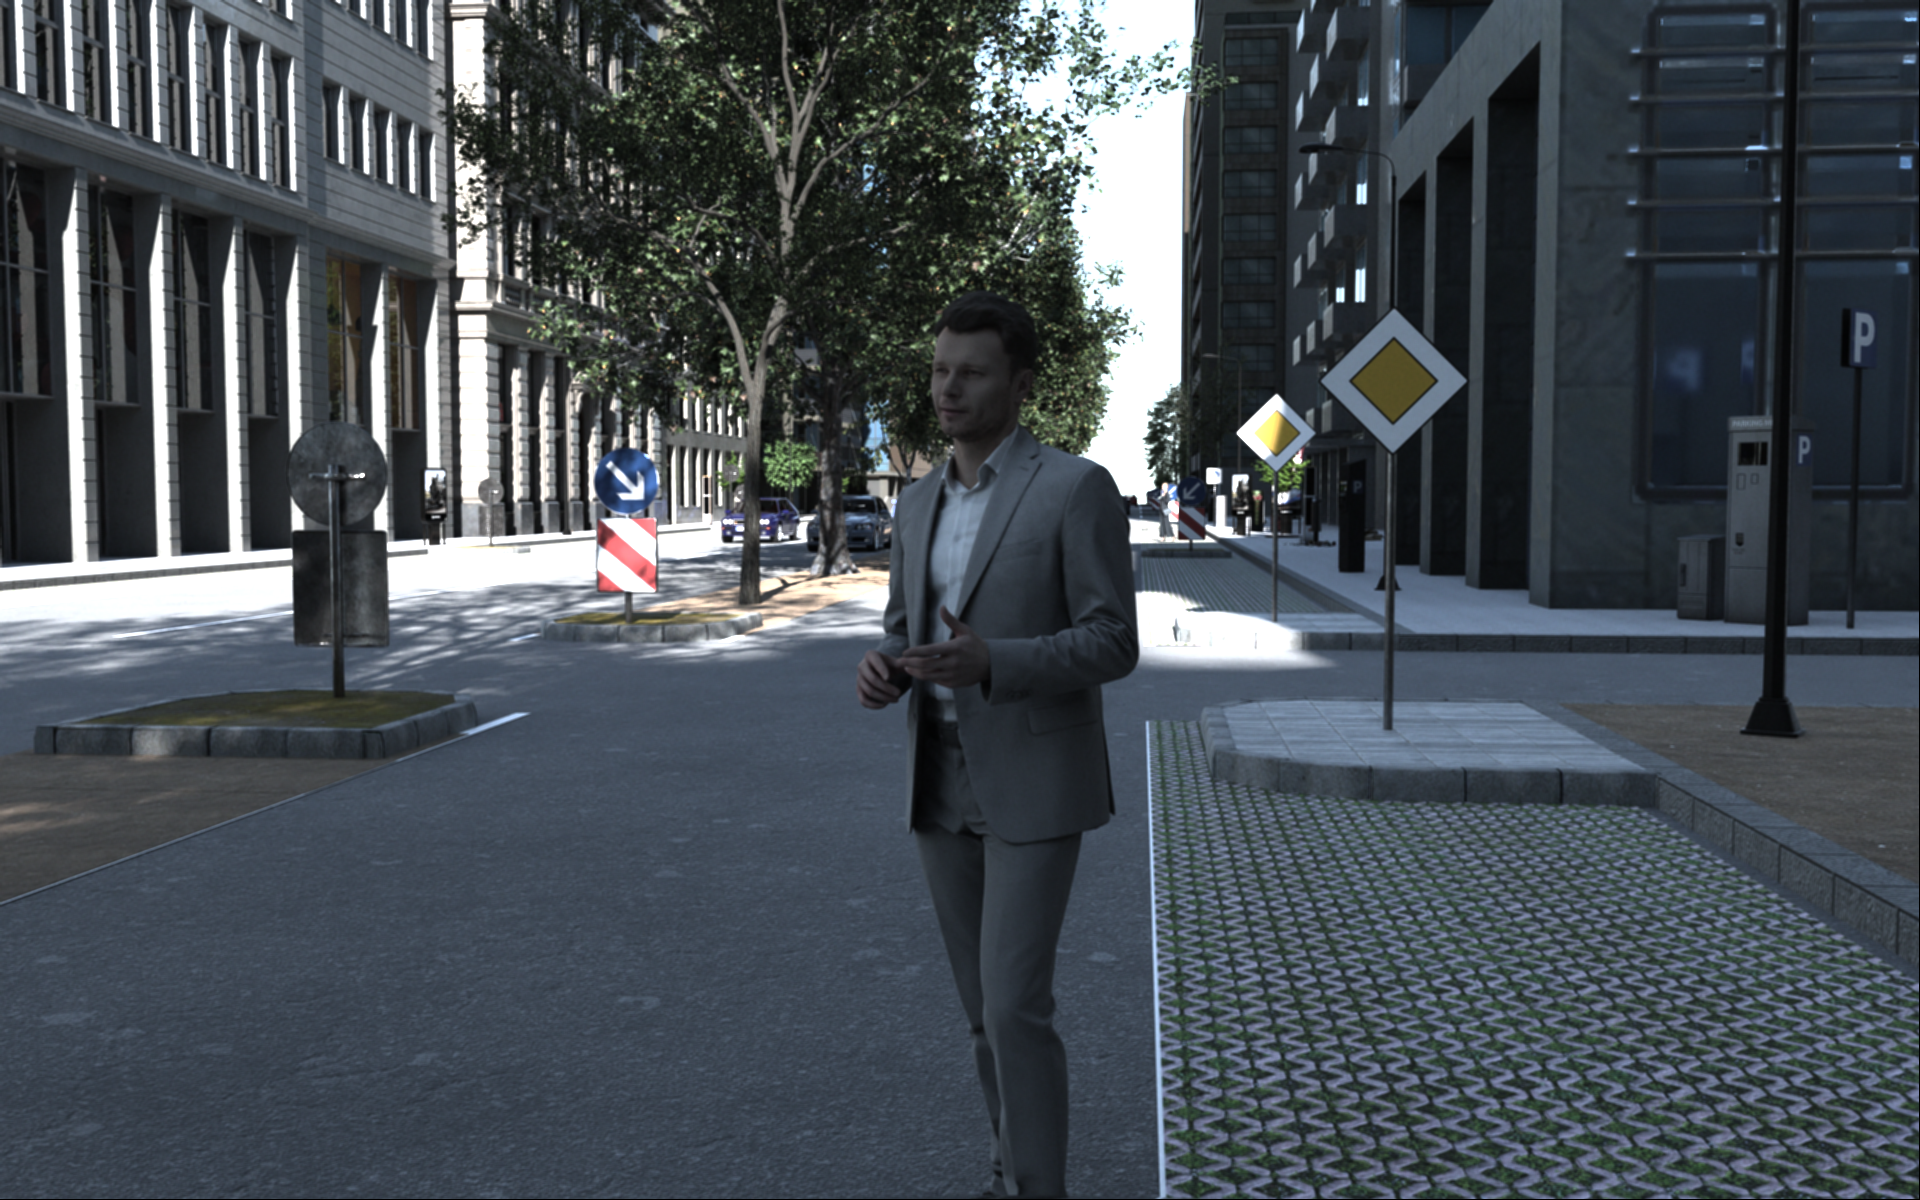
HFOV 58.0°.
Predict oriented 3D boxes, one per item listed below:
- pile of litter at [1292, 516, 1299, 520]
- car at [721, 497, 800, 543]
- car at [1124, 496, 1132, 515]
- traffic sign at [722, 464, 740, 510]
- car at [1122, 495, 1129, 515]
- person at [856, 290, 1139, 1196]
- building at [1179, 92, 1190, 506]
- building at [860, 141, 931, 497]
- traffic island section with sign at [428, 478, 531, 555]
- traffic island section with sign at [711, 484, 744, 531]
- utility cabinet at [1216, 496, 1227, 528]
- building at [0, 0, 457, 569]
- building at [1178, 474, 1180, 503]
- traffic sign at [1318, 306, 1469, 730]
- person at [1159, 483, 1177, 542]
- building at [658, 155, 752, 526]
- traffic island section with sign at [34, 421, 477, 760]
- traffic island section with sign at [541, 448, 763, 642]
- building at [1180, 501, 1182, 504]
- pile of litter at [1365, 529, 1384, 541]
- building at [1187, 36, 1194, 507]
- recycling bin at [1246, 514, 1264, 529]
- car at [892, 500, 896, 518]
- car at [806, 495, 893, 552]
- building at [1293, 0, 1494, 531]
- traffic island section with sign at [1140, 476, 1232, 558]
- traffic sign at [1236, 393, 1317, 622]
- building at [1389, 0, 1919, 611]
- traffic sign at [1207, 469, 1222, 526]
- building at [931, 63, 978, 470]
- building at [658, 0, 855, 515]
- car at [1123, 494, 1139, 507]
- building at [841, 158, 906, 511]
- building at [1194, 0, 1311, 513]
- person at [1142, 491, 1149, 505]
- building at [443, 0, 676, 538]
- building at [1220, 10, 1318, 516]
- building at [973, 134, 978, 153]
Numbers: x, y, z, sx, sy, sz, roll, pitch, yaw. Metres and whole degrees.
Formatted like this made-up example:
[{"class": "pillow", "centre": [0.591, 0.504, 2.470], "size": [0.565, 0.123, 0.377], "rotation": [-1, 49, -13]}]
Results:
[{"class": "pile of litter", "centre": [16.417, -4.503, 87.585], "size": [1.719, 0.858, 1.176], "rotation": [1, 4, 16]}, {"class": "car", "centre": [-5.964, -2.408, 51.945], "size": [1.945, 1.354, 3.894], "rotation": [0, 4, 7]}, {"class": "car", "centre": [10.989, -6.615, 120.731], "size": [1.945, 1.354, 3.894], "rotation": [0, 4, 5]}, {"class": "traffic sign", "centre": [-9.752, -4.503, 73.725], "size": [0.768, 2.556, 0.104], "rotation": [1, 4, 10]}, {"class": "car", "centre": [10.342, -6.381, 116.334], "size": [2.014, 1.417, 4.499], "rotation": [0, 4, 7]}, {"class": "person", "centre": [0.005, 0.340, 3.149], "size": [0.606, 1.804, 0.583], "rotation": [3, 5, 39]}, {"class": "building", "centre": [31.176, -32.943, 188.722], "size": [14.600, 45.320, 14.200], "rotation": [0, 4, 6]}, {"class": "building", "centre": [-10.340, -30.900, 155.324], "size": [14.600, 45.320, 14.200], "rotation": [0, 4, 6]}, {"class": "traffic island section with sign", "centre": [-11.410, -2.009, 41.479], "size": [1.989, 1.847, 2.006], "rotation": [0, 4, 6]}, {"class": "traffic island section with sign", "centre": [-8.628, -3.649, 68.291], "size": [1.989, 1.847, 2.006], "rotation": [0, 4, 6]}, {"class": "utility cabinet", "centre": [10.031, -3.380, 66.420], "size": [0.306, 1.237, 1.020], "rotation": [1, 4, 15]}, {"class": "building", "centre": [-21.458, -15.744, 34.905], "size": [11.434, 29.767, 29.804], "rotation": [0, 4, 6]}, {"class": "building", "centre": [41.152, -56.233, 232.084], "size": [22.319, 86.520, 31.000], "rotation": [0, 4, 6]}, {"class": "traffic sign", "centre": [2.328, -0.350, 9.369], "size": [0.795, 2.450, 0.064], "rotation": [0, 4, 6]}, {"class": "person", "centre": [6.145, -2.610, 51.594], "size": [0.534, 1.772, 0.576], "rotation": [-3, 4, -36]}, {"class": "building", "centre": [-16.291, -13.659, 78.083], "size": [10.420, 20.320, 16.860], "rotation": [0, 4, 6]}, {"class": "traffic island section with sign", "centre": [-3.993, -0.135, 10.339], "size": [2.006, 1.907, 1.989], "rotation": [0, 4, 6]}, {"class": "traffic island section with sign", "centre": [-3.219, -0.585, 17.706], "size": [2.006, 1.907, 1.989], "rotation": [0, 4, 6]}, {"class": "building", "centre": [37.355, -35.647, 206.523], "size": [21.300, 48.544, 21.600], "rotation": [0, 4, 6]}, {"class": "pile of litter", "centre": [11.286, -2.097, 48.245], "size": [1.176, 0.858, 1.719], "rotation": [3, 5, 40]}, {"class": "building", "centre": [27.894, -29.012, 157.934], "size": [14.154, 41.232, 14.086], "rotation": [0, 4, 6]}, {"class": "recycling bin", "centre": [10.869, -3.189, 64.693], "size": [0.722, 1.027, 0.722], "rotation": [-2, 4, -28]}, {"class": "car", "centre": [-2.583, -5.007, 91.448], "size": [1.945, 1.707, 3.694], "rotation": [0, 4, 5]}, {"class": "car", "centre": [-2.764, -1.998, 44.663], "size": [2.014, 1.417, 4.499], "rotation": [0, 4, 6]}, {"class": "building", "centre": [25.297, -27.439, 68.243], "size": [23.786, 49.044, 30.456], "rotation": [0, 4, 6]}, {"class": "traffic island section with sign", "centre": [5.146, -1.887, 39.488], "size": [1.989, 1.847, 2.006], "rotation": [0, 4, 6]}, {"class": "traffic sign", "centre": [3.152, -0.836, 17.311], "size": [0.795, 2.450, 0.064], "rotation": [0, 4, 6]}, {"class": "building", "centre": [23.142, -43.640, 26.181], "size": [31.000, 86.520, 22.319], "rotation": [0, 4, 6]}, {"class": "traffic sign", "centre": [10.166, -4.100, 69.169], "size": [0.606, 2.300, 0.079], "rotation": [1, 4, 9]}, {"class": "building", "centre": [-13.170, -36.944, 193.276], "size": [28.713, 52.752, 27.495], "rotation": [0, 4, 6]}, {"class": "building", "centre": [-18.883, -27.838, 109.774], "size": [22.147, 44.769, 28.867], "rotation": [0, 4, 6]}, {"class": "car", "centre": [19.085, -11.369, 194.925], "size": [2.155, 1.783, 4.494], "rotation": [0, 4, 5]}, {"class": "building", "centre": [-20.934, -27.224, 136.991], "size": [32.217, 40.220, 23.993], "rotation": [0, 4, 6]}, {"class": "building", "centre": [27.857, -30.657, 124.939], "size": [21.300, 48.544, 21.600], "rotation": [0, 4, 6]}, {"class": "person", "centre": [21.937, -11.868, 202.482], "size": [1.348, 1.831, 0.705], "rotation": [3, 5, 42]}, {"class": "building", "centre": [-17.556, -14.115, 59.653], "size": [11.050, 23.489, 19.941], "rotation": [0, 4, 6]}, {"class": "building", "centre": [23.034, -20.532, 107.405], "size": [14.160, 30.474, 14.107], "rotation": [0, 4, 6]}, {"class": "building", "centre": [-7.052, -36.833, 221.832], "size": [23.786, 49.044, 30.456], "rotation": [0, 4, 6]}]
